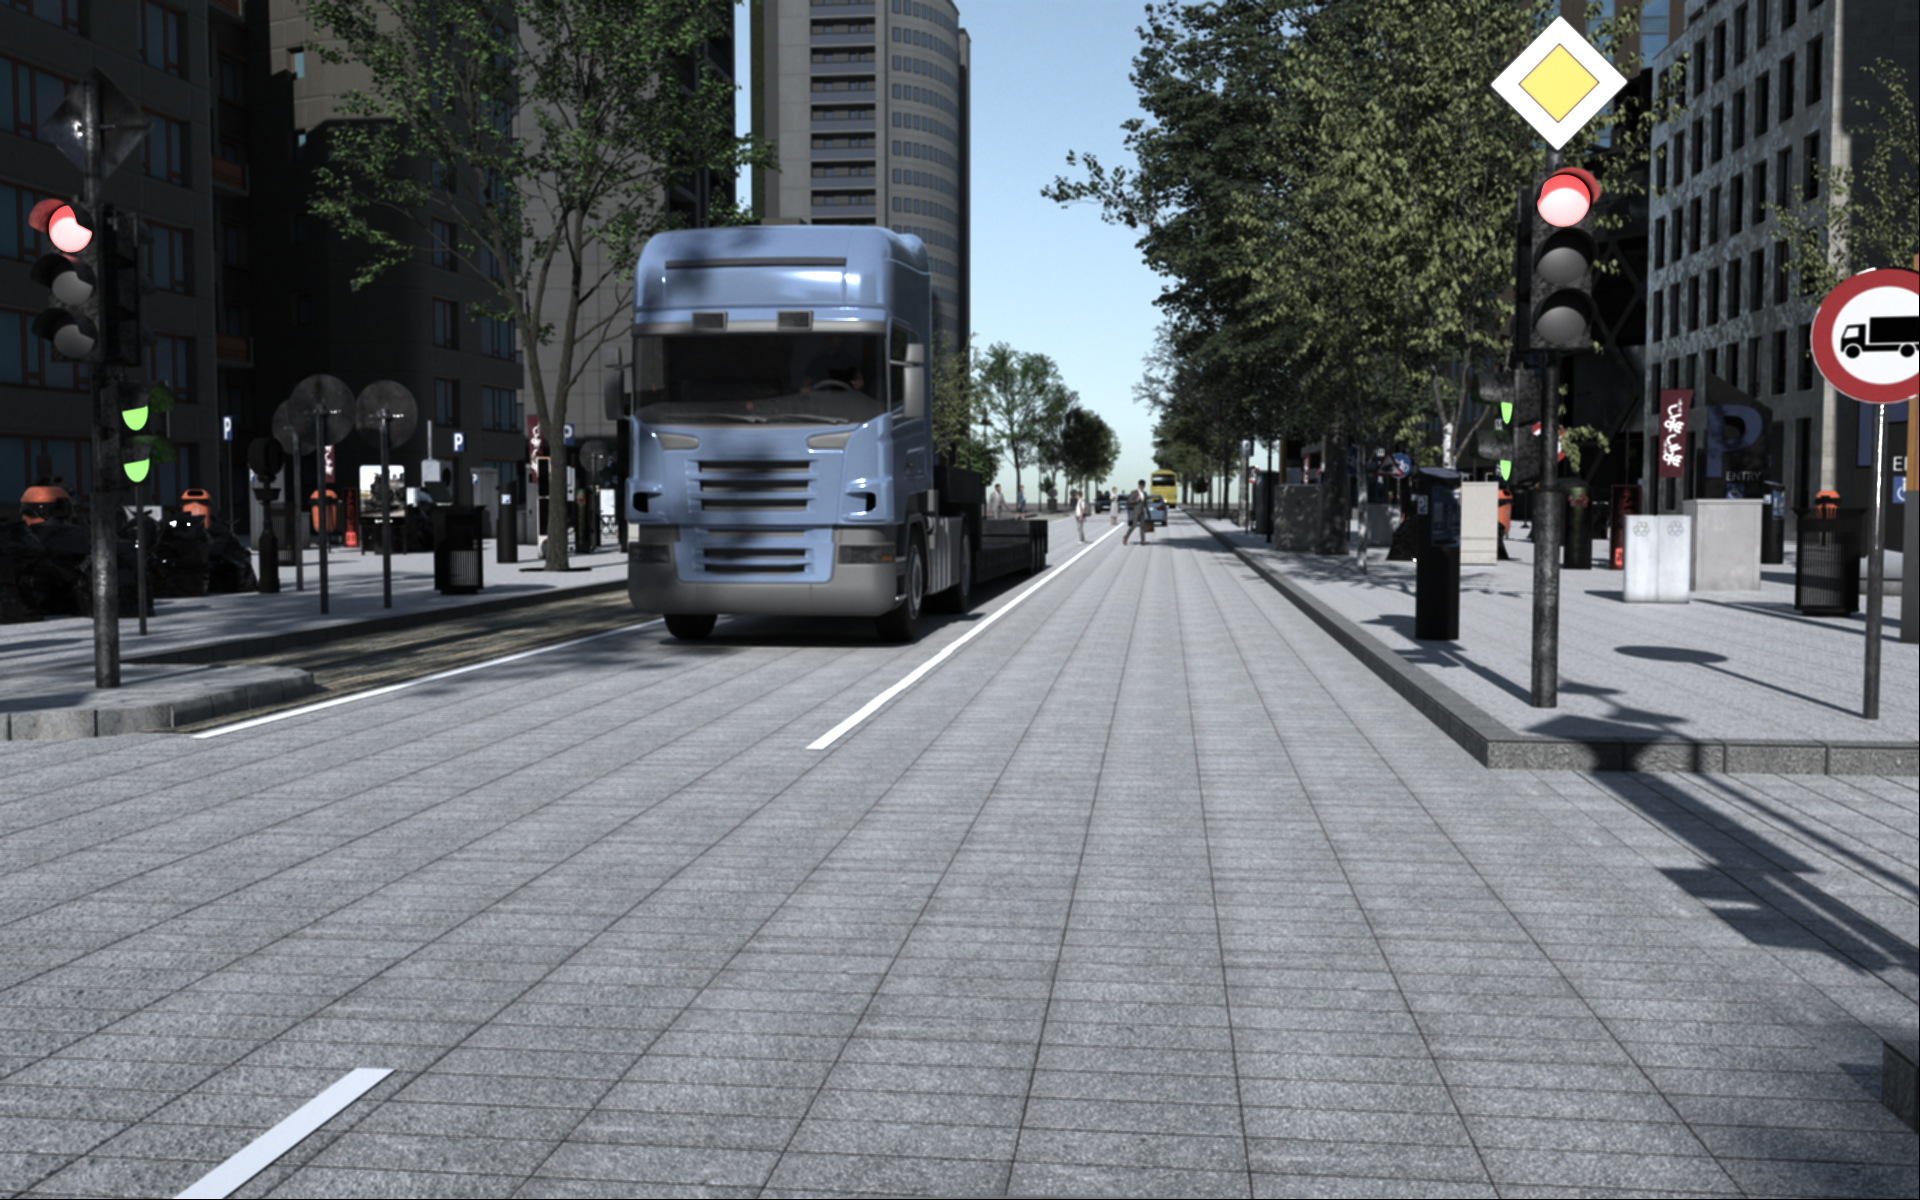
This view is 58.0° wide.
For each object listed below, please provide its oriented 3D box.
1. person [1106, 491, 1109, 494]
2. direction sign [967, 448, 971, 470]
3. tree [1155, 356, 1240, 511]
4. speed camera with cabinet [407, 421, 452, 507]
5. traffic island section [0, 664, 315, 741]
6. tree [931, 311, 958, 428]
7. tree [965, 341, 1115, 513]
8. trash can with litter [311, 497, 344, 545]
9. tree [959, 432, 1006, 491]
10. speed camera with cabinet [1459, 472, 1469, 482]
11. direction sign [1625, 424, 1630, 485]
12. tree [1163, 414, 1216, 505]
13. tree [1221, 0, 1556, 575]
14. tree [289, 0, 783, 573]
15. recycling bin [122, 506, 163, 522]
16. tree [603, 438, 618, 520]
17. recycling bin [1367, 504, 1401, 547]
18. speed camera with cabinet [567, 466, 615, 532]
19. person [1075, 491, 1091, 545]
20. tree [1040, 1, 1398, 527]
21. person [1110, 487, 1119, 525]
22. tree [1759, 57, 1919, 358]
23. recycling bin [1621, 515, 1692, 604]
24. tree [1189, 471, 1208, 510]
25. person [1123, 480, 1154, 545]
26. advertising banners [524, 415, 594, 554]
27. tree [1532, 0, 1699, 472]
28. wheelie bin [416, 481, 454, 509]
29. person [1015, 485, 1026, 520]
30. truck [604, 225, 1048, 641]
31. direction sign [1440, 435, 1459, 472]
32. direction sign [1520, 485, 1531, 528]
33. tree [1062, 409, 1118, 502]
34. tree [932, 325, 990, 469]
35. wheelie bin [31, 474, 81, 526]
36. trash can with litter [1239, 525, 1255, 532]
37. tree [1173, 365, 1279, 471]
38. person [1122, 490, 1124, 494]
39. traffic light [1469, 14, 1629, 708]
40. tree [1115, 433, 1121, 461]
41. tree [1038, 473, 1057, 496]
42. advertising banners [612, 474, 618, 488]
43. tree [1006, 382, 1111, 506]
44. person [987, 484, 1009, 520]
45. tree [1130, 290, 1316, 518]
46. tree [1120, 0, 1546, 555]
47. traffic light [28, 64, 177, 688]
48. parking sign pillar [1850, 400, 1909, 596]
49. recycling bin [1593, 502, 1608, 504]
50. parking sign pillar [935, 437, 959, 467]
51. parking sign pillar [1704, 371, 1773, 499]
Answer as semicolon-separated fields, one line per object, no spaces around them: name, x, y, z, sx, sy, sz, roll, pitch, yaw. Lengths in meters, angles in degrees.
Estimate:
person;16.824;-11.524;196.931;1.348;1.822;0.705;2;4;28
direction sign;0.429;-5.758;86.139;0.379;3.537;0.876;-1;4;-10
tree;18.314;-12.858;128.361;7.486;12.596;7.792;0;3;0
speed camera with cabinet;-14.210;-3.157;45.955;0.660;3.252;2.038;1;4;11
traffic island section;-5.685;0.658;11.529;2.009;0.180;2.903;0;4;7
tree;-2.224;-7.041;65.475;4.360;8.622;3.978;0;3;0
tree;3.890;-11.764;118.090;9.928;11.665;9.643;0;3;0
trash can with litter;-16.089;-1.995;43.671;1.678;1.210;2.233;2;4;32
tree;0.777;-6.588;91.425;4.285;4.588;4.351;0;3;0
speed camera with cabinet;20.434;-4.746;71.940;0.660;3.252;2.038;3;5;42
direction sign;21.817;-3.955;56.664;0.379;3.537;0.876;2;4;25
tree;28.396;-17.452;211.087;9.928;11.665;9.643;0;3;0
tree;6.234;-4.682;26.906;4.737;8.622;4.395;0;3;0
tree;-6.764;-6.273;28.322;9.928;11.665;9.643;0;3;0
recycling bin;-17.299;-1.469;36.574;0.722;1.027;0.722;-3;4;-38
tree;-16.492;-6.252;85.934;4.285;4.588;4.351;0;3;0
recycling bin;10.357;-1.831;42.484;0.722;1.027;0.722;0;4;-3
speed camera with cabinet;-12.661;-3.903;58.148;2.038;3.252;0.660;-2;4;-30
person;3.443;-2.335;49.268;0.523;1.515;0.503;-3;5;-41
tree;9.914;-12.971;67.966;12.611;20.169;13.585;0;3;0
person;7.242;-4.383;80.726;0.480;1.755;0.524;-3;4;-37
tree;15.465;-4.743;27.904;4.737;8.622;4.395;0;3;0
recycling bin;8.286;-0.494;20.629;0.722;1.027;0.722;1;4;19
tree;19.925;-9.042;142.437;1.663;3.219;1.824;0;3;0
person;4.994;-2.446;48.461;0.622;1.834;0.822;-3;5;-42
advertising banners;-8.733;-2.542;37.748;2.074;3.025;0.090;3;4;37
tree;5.464;-4.189;18.848;4.737;8.622;4.395;0;3;0
wheelie bin;-13.032;-2.139;42.889;0.693;1.594;0.980;2;4;29
person;2.725;-4.230;77.678;0.581;1.822;0.654;-3;5;-43
truck;-0.724;-2.088;23.892;2.967;4.110;18.799;0;4;7
direction sign;18.721;-4.545;66.316;0.379;3.537;0.876;-2;4;-30
direction sign;21.311;-4.476;65.182;0.379;3.537;0.876;-2;4;-34
tree;17.360;-19.197;232.002;7.486;12.596;7.792;0;3;0
tree;-0.543;-7.600;74.630;4.737;8.622;4.395;0;3;0
wheelie bin;-14.686;-1.232;28.047;0.693;1.594;0.980;0;4;4
trash can with litter;10.775;-2.936;59.069;2.233;1.210;1.678;2;4;26
tree;17.184;-10.732;109.884;7.601;10.594;8.767;-3;4;-37
person;16.493;-10.163;174.657;0.705;1.826;1.348;2;4;34
traffic light;3.504;-1.310;10.335;0.839;4.253;0.868;0;4;7
tree;19.267;-19.538;245.206;9.928;11.665;9.643;0;3;0
tree;7.695;-9.775;154.427;1.663;3.219;1.824;0;3;0
advertising banners;-16.647;-5.127;80.012;2.074;3.025;0.090;-2;4;-24
tree;7.787;-12.824;144.085;8.767;10.594;7.601;-2;4;-29
person;1.331;-3.270;62.231;0.678;1.792;0.850;-2;4;-32
tree;14.201;-11.096;91.782;12.009;13.543;11.850;0;3;0
tree;7.861;-7.928;36.283;9.857;13.997;8.962;0;3;0
traffic light;-5.647;-1.374;11.389;0.839;4.253;0.868;0;4;7
parking sign pillar;12.176;-2.062;22.190;1.447;3.967;1.447;2;4;32
recycling bin;19.541;-2.508;53.559;0.722;1.027;0.722;0;4;-5
parking sign pillar;-0.641;-5.661;81.033;1.447;3.967;1.447;3;5;43
parking sign pillar;16.904;-3.008;37.659;1.447;3.967;1.447;2;4;34
